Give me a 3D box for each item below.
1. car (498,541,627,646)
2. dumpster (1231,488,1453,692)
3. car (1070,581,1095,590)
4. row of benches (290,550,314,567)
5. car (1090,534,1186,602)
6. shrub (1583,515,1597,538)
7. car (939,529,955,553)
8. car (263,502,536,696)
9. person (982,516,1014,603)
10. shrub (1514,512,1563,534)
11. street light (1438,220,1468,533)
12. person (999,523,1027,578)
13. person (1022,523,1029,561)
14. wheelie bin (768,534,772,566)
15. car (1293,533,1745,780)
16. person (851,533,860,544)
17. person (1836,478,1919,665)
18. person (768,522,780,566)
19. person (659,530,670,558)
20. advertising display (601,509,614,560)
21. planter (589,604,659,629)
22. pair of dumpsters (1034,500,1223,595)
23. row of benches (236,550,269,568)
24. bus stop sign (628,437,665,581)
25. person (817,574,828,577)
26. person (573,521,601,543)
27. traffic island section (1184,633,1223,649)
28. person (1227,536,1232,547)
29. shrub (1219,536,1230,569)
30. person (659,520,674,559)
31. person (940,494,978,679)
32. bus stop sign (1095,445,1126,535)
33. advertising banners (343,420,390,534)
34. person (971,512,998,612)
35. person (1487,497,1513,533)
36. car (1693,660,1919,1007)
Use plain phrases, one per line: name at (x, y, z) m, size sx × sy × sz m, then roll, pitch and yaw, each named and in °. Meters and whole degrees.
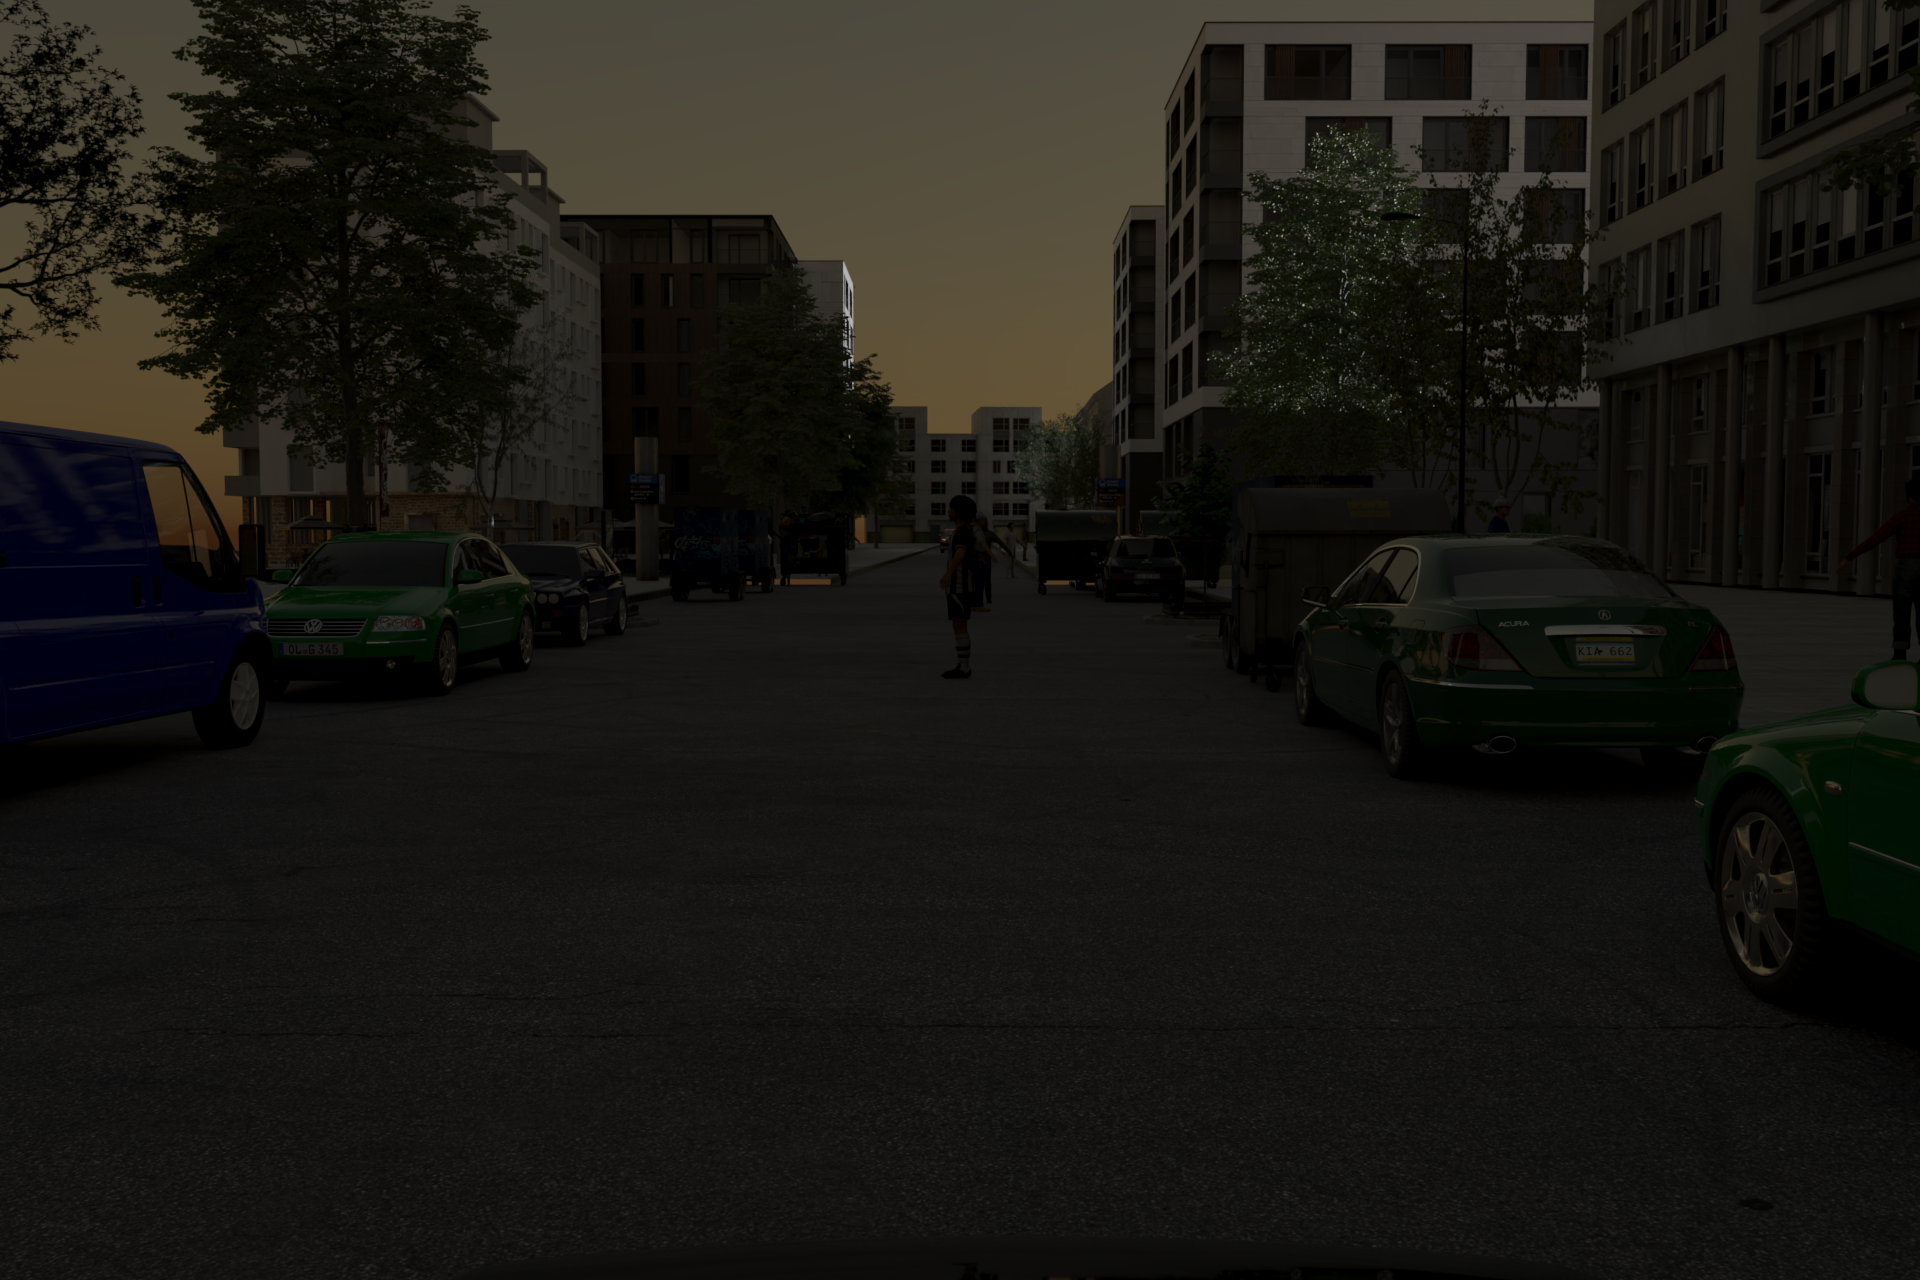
car at (-5.649, -0.658, 23.333) m, size 1.945 × 1.354 × 3.894 m, roll 0°, pitch 4°, yaw 0°
dumpster at (3.532, -0.485, 16.147) m, size 1.865 × 1.857 × 1.264 m, roll 0°, pitch 4°, yaw 0°
car at (3.882, -2.028, 45.520) m, size 2.083 × 1.381 × 4.827 m, roll 0°, pitch 4°, yaw 1°
row of benches at (-24.055, -3.194, 67.692) m, size 4.104 × 0.672 × 1.422 m, roll 0°, pitch 4°, yaw 5°
car at (3.894, -1.719, 37.895) m, size 2.009 × 1.686 × 4.222 m, roll 0°, pitch 4°, yaw 0°
shrub at (19.657, -2.960, 52.807) m, size 1.690 × 2.028 × 1.600 m, roll 0°, pitch 3°, yaw 0°
car at (-0.467, -7.516, 131.560) m, size 2.281 × 1.827 × 5.304 m, roll 0°, pitch 4°, yaw 0°
car at (-5.408, -0.485, 16.733) m, size 1.959 × 1.807 × 4.718 m, roll 0°, pitch 3°, yaw 0°
person at (0.470, -1.672, 35.930) m, size 1.348 × 1.813 × 0.705 m, roll 1°, pitch 4°, yaw 14°
shrub at (19.126, -3.257, 57.290) m, size 1.661 × 2.075 × 1.752 m, roll 0°, pitch 3°, yaw 0°
street light at (7.832, -3.214, 25.092) m, size 1.470 × 5.913 × 1.316 m, roll 0°, pitch 4°, yaw 0°
person at (1.690, -2.939, 56.696) m, size 0.705 × 1.806 × 1.347 m, roll 3°, pitch 5°, yaw 43°
person at (3.140, -4.678, 82.755) m, size 0.705 × 1.796 × 1.348 m, roll 0°, pitch 4°, yaw 6°
wheelie bin at (-6.293, -2.848, 54.467) m, size 0.693 × 1.594 × 0.980 m, roll 0°, pitch 4°, yaw 1°
car at (3.449, 0.016, 11.537) m, size 2.131 × 1.459 × 4.920 m, roll 0°, pitch 4°, yaw 0°
person at (-4.370, -3.593, 64.520) m, size 1.354 × 1.856 × 0.705 m, roll -2°, pitch 4°, yaw -26°
person at (9.075, -0.636, 16.502) m, size 1.345 × 1.816 × 0.704 m, roll 0°, pitch 4°, yaw 3°
person at (-7.243, -3.584, 65.314) m, size 1.216 × 1.740 × 0.721 m, roll -1°, pitch 4°, yaw -19°
person at (-15.367, -5.057, 88.448) m, size 1.354 × 1.858 × 0.705 m, roll 1°, pitch 4°, yaw 11°
advertising display at (-9.273, -2.470, 45.600) m, size 0.123 × 1.923 × 0.974 m, roll 0°, pitch 4°, yaw 1°
planter at (-5.794, -0.365, 27.105) m, size 1.991 × 0.319 × 1.994 m, roll 0°, pitch 4°, yaw 1°
pair of dumpsters at (3.967, -2.215, 41.165) m, size 4.436 × 2.255 × 1.574 m, roll 0°, pitch 3°, yaw 0°
row of benches at (-27.985, -3.129, 66.626) m, size 4.104 × 0.672 × 1.422 m, roll 3°, pitch 5°, yaw 39°
bus stop sign at (-8.553, -3.567, 47.328) m, size 0.837 × 3.901 × 0.837 m, roll 0°, pitch 4°, yaw 1°
person at (-4.157, -2.633, 52.321) m, size 0.991 × 1.433 × 0.599 m, roll -1°, pitch 4°, yaw -16°
person at (-15.372, -4.004, 71.648) m, size 1.347 × 1.806 × 0.705 m, roll -1°, pitch 4°, yaw -12°
traffic island section at (3.942, 0.022, 22.509) m, size 1.991 × 0.108 × 1.994 m, roll 0°, pitch 4°, yaw 1°
person at (8.055, -2.589, 48.516) m, size 1.348 × 1.807 × 0.705 m, roll -1°, pitch 4°, yaw -17°
shrub at (8.105, -3.226, 57.160) m, size 1.690 × 2.028 × 1.600 m, roll 0°, pitch 3°, yaw 0°
person at (-10.666, -3.579, 64.705) m, size 1.347 × 1.806 × 0.705 m, roll -1°, pitch 4°, yaw -20°
person at (-0.023, -0.532, 17.299) m, size 0.704 × 1.843 × 1.345 m, roll 0°, pitch 4°, yaw 5°
bus stop sign at (4.449, -3.812, 51.337) m, size 0.837 × 3.901 × 0.837 m, roll 0°, pitch 4°, yaw 0°
advertising banners at (-8.929, -1.835, 26.185) m, size 0.090 × 3.025 × 2.074 m, roll 0°, pitch 3°, yaw 0°
person at (0.375, -1.453, 32.069) m, size 0.705 × 1.847 × 1.347 m, roll -1°, pitch 4°, yaw -18°
person at (8.326, -1.267, 26.595) m, size 0.705 × 1.842 × 1.347 m, roll 3°, pitch 4°, yaw 38°
car at (3.315, 0.299, 3.901) m, size 1.959 × 1.807 × 4.718 m, roll 0°, pitch 4°, yaw 0°
